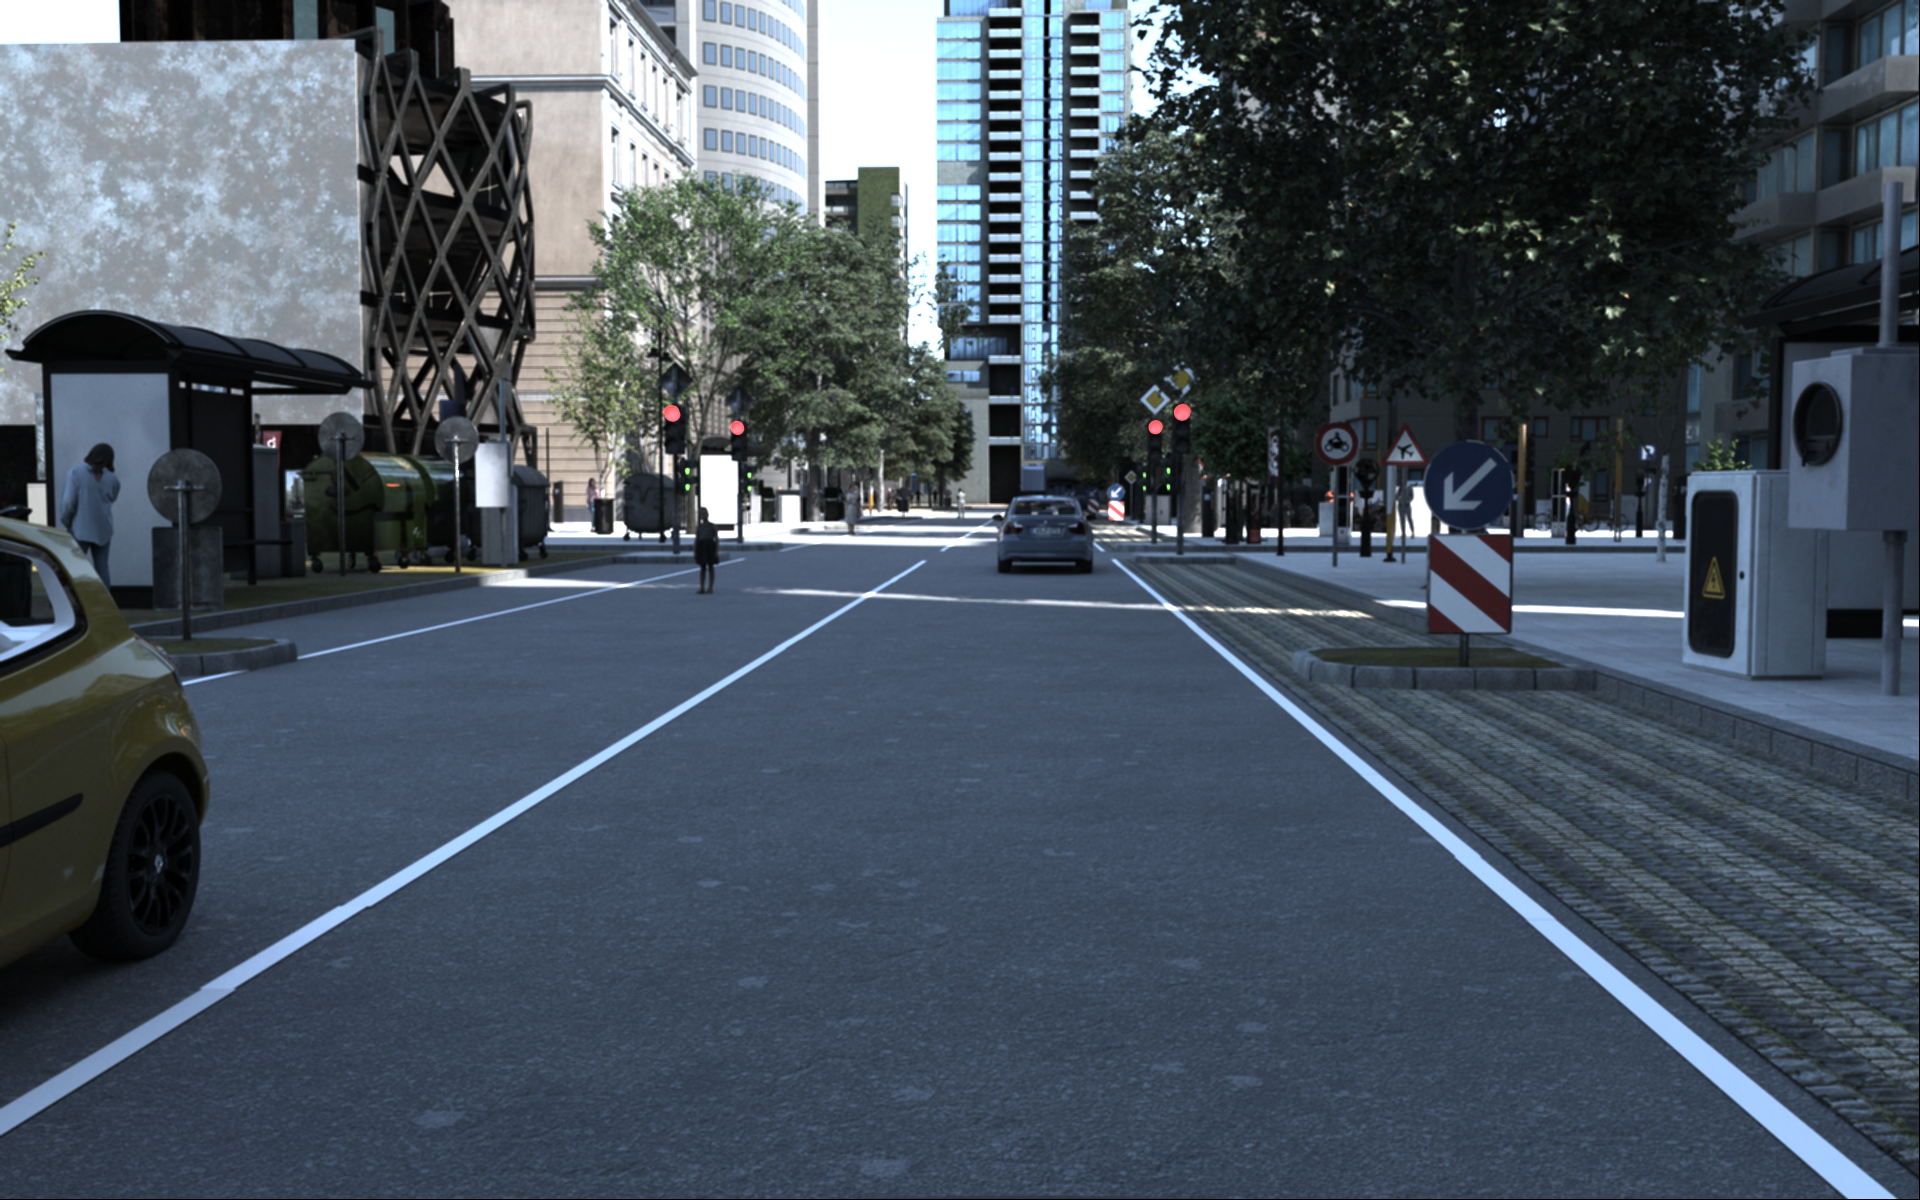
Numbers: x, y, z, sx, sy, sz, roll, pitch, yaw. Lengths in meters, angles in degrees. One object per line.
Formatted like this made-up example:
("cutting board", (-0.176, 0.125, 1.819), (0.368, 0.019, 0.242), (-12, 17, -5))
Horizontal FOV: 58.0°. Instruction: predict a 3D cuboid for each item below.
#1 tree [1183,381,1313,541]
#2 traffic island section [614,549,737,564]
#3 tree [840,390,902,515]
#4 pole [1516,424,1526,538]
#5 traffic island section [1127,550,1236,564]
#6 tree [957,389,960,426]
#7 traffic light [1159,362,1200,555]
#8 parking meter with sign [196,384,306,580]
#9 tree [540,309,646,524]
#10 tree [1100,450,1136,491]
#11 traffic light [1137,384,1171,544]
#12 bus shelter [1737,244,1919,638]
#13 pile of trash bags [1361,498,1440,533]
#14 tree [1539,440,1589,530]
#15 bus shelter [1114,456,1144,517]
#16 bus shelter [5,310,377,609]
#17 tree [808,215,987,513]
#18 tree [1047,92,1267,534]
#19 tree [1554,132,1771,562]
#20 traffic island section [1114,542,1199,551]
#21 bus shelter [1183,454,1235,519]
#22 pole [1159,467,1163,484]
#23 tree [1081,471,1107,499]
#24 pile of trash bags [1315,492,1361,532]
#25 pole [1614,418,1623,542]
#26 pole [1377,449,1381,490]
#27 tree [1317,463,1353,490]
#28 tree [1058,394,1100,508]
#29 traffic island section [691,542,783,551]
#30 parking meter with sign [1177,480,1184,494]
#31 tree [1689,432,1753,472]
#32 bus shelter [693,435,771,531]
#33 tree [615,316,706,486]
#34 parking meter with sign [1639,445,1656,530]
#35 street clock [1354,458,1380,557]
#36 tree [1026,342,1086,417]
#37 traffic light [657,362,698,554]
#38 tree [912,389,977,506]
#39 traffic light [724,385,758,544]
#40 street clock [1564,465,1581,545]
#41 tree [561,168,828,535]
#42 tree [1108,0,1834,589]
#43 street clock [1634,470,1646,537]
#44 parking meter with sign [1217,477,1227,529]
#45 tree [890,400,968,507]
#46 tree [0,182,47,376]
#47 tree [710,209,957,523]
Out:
("tree", (7.723, -3.911, 47.654), (4.285, 4.588, 4.351), (0, 3, 0))
("traffic island section", (-6.072, -0.899, 36.979), (2.009, 0.180, 2.903), (0, 4, 2))
("tree", (-5.697, -9.384, 103.785), (4.360, 8.622, 3.978), (0, 3, 0))
("pole", (16.393, -3.470, 50.584), (0.158, 3.312, 0.155), (0, 3, 0))
("traffic island section", (4.659, -0.870, 36.510), (2.009, 0.180, 2.903), (0, 4, 2))
("tree", (-4.344, -14.271, 139.988), (9.857, 13.997, 8.962), (0, 3, 0))
("traffic light", (4.620, -2.904, 36.397), (0.839, 4.253, 0.868), (0, 4, 2))
("parking meter with sign", (-10.621, -1.825, 26.105), (0.543, 3.016, 1.738), (1, 4, 18))
("tree", (-13.477, -6.997, 64.769), (4.737, 8.622, 4.395), (0, 3, 0))
("tree", (10.736, -9.967, 113.325), (4.360, 8.622, 3.978), (0, 3, 0))
("traffic light", (4.966, -3.392, 44.375), (0.839, 4.253, 0.868), (0, 4, 2))
("bus shelter", (7.883, -1.158, 12.862), (2.014, 3.302, 5.546), (0, 4, 2))
("pile of trash bags", (14.909, -2.833, 56.074), (1.912, 1.369, 3.447), (-1, 4, -23))
("tree", (21.642, -4.111, 61.810), (1.663, 3.219, 1.824), (0, 3, 0))
("bus shelter", (9.827, -7.487, 100.049), (2.179, 5.291, 8.768), (0, 4, 3))
("bus shelter", (-9.374, -1.707, 21.836), (2.014, 3.302, 5.546), (0, 4, 3))
("tree", (-4.552, -15.906, 115.950), (12.611, 20.169, 13.585), (0, 3, 0))
("tree", (7.551, -9.103, 55.490), (9.857, 13.997, 8.962), (0, 3, 0))
("tree", (13.248, -5.042, 32.804), (4.737, 8.622, 4.395), (0, 3, 0))
("traffic island section", (5.006, -1.358, 44.487), (2.009, 0.180, 2.903), (0, 4, 2))
("bus shelter", (10.062, -4.654, 70.012), (2.014, 3.302, 5.546), (0, 4, 2))
("pole", (11.773, -6.581, 101.438), (0.158, 3.312, 0.155), (0, 3, 0))
("tree", (13.380, -11.399, 170.088), (4.285, 4.588, 4.351), (0, 3, 0))
("pile of trash bags", (13.735, -3.089, 60.255), (1.912, 1.369, 3.447), (0, 4, 0))
("pole", (17.688, -3.221, 46.511), (0.158, 3.312, 0.155), (0, 3, 0))
("pole", (18.976, -5.176, 78.469), (0.158, 3.312, 0.155), (0, 3, 0))
("tree", (17.479, -5.278, 80.897), (1.663, 3.219, 1.824), (0, 3, 0))
("tree", (12.351, -14.145, 157.027), (9.928, 11.665, 9.643), (0, 3, 0))
("traffic island section", (-5.725, -1.387, 44.956), (2.009, 0.180, 2.903), (0, 4, 2))
("parking meter with sign", (12.394, -6.085, 95.744), (1.738, 3.016, 0.543), (2, 4, 34))
("tree", (23.445, -3.623, 53.833), (1.663, 3.219, 1.824), (0, 3, 0))
("bus shelter", (-8.209, -4.181, 62.281), (2.014, 3.302, 5.546), (0, 4, 3))
("tree", (-12.380, -7.299, 69.704), (4.360, 8.622, 3.978), (0, 3, 0))
("parking meter with sign", (24.712, -4.028, 62.126), (0.543, 3.016, 1.738), (2, 4, 26))
("street clock", (8.289, -1.881, 35.327), (0.471, 2.002, 0.358), (2, 4, 28))
("tree", (13.257, -20.039, 183.528), (12.611, 20.169, 13.585), (0, 3, 0))
("traffic light", (-6.032, -2.931, 36.842), (0.839, 4.253, 0.868), (0, 4, 2))
("tree", (-1.923, -17.022, 196.440), (7.486, 12.596, 7.792), (0, 3, 0))
("traffic light", (-5.686, -3.419, 44.820), (0.839, 4.253, 0.868), (0, 4, 2))
("street clock", (15.494, -2.404, 43.881), (0.358, 2.002, 0.471), (0, 4, -7))
("tree", (-8.294, -7.855, 54.189), (9.928, 11.665, 9.643), (0, 3, 0))
("tree", (6.695, -6.478, 22.916), (9.611, 12.733, 9.660), (0, 3, 0))
("street clock", (20.142, -2.859, 51.314), (0.358, 2.002, 0.471), (1, 4, 18))
("parking meter with sign", (9.816, -4.213, 65.136), (0.543, 3.016, 1.738), (0, 4, 4))
("tree", (-3.018, -14.181, 166.269), (8.767, 10.594, 7.601), (-3, 4, -37))
("tree", (-19.914, -5.037, 32.723), (4.737, 8.622, 4.395), (0, 3, 0))
("tree", (-6.539, -10.483, 78.044), (9.857, 13.997, 8.962), (0, 3, 0))
